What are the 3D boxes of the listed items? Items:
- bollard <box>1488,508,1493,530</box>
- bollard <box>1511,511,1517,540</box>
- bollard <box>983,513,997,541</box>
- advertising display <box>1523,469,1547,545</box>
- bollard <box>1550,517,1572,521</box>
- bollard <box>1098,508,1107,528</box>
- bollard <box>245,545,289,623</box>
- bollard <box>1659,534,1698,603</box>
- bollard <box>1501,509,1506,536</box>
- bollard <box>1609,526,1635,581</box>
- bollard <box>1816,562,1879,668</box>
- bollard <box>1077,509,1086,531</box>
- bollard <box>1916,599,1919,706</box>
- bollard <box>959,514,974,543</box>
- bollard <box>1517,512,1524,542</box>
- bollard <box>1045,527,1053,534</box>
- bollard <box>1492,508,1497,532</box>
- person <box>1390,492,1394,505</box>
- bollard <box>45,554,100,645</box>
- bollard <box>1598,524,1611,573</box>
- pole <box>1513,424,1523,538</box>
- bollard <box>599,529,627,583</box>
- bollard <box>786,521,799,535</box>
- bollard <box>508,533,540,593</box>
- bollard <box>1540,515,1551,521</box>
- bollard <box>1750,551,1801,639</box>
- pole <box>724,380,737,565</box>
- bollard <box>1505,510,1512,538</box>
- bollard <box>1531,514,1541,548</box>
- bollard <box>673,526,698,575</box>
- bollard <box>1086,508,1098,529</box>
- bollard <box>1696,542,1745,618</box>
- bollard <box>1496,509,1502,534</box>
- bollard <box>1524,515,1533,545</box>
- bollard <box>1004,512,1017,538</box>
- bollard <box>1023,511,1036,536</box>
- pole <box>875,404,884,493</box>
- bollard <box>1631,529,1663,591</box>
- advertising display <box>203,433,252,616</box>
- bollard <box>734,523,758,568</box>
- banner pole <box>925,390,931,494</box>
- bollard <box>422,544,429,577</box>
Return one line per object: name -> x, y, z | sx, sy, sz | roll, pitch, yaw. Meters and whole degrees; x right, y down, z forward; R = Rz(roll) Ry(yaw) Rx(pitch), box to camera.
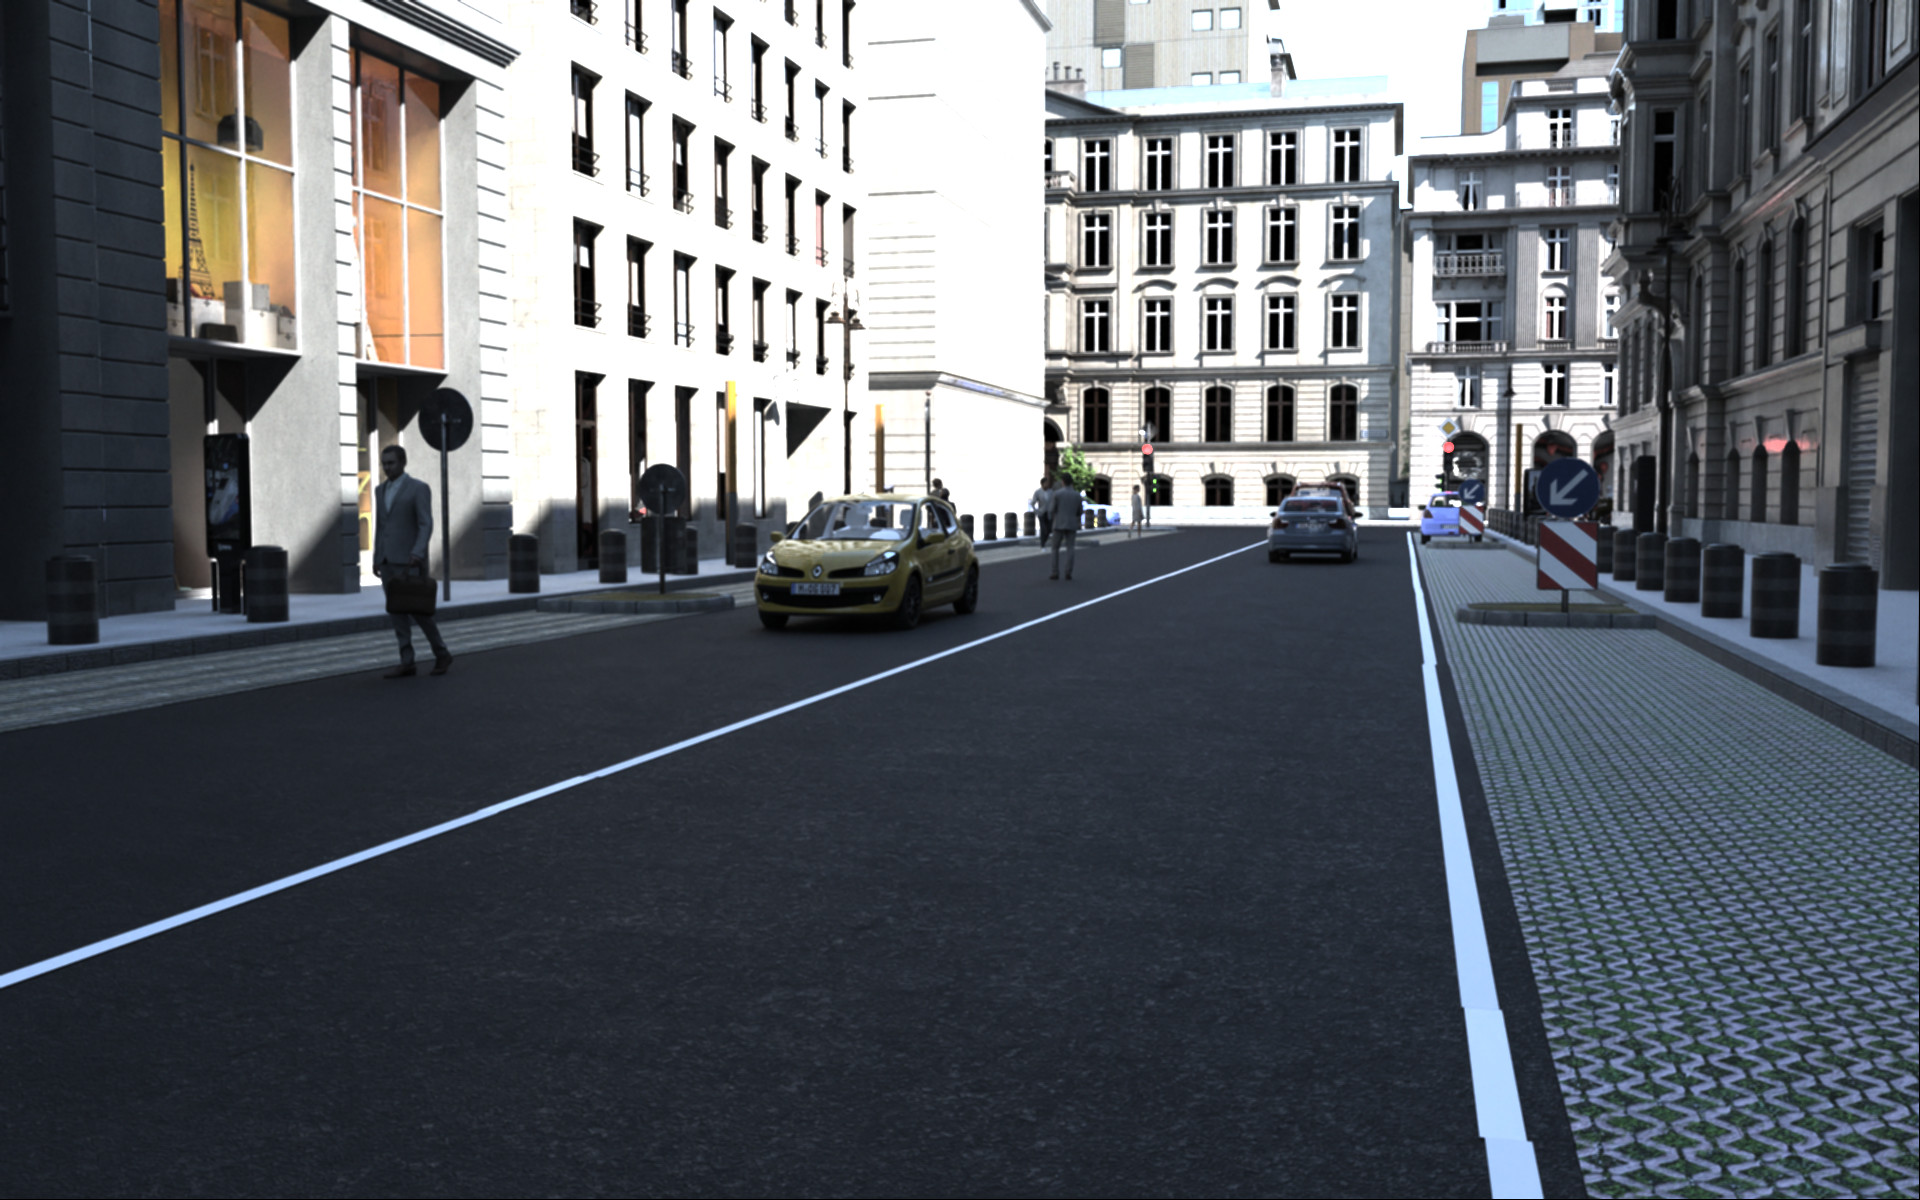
bollard -> 18.987, -2.846, 61.249 | 0.404, 0.777, 0.398 | 0, 3, 0
bollard -> 15.745, -2.070, 48.561 | 0.404, 0.777, 0.398 | 0, 3, 0
bollard -> 0.829, -2.032, 47.939 | 0.404, 0.777, 0.398 | 0, 3, 0
advertising display -> 14.685, -2.385, 44.211 | 0.974, 1.923, 0.123 | -3, 5, -43
bollard -> 12.494, -1.292, 35.834 | 0.404, 0.777, 0.398 | 0, 3, 0
bollard -> 5.382, -3.121, 65.744 | 0.404, 0.777, 0.398 | 0, 3, 0
bollard -> -6.971, -0.166, 17.426 | 0.404, 0.777, 0.398 | 0, 3, 0
bollard -> 8.601, -0.360, 20.608 | 0.404, 0.777, 0.398 | 0, 3, 0
bollard -> 17.046, -2.380, 53.633 | 0.404, 0.777, 0.398 | 0, 3, 0
bollard -> 9.902, -0.671, 25.680 | 0.404, 0.777, 0.398 | 0, 3, 0
bollard -> 6.648, 0.106, 12.979 | 0.404, 0.777, 0.398 | 0, 3, 0
bollard -> 4.077, -2.810, 60.661 | 0.404, 0.777, 0.398 | 0, 3, 0
bollard -> 6.001, 0.262, 10.436 | 0.404, 0.777, 0.398 | 0, 3, 0
bollard -> 0.177, -1.875, 45.379 | 0.404, 0.777, 0.398 | 0, 3, 0
bollard -> 15.090, -1.913, 45.999 | 0.404, 0.777, 0.398 | 0, 3, 0
bollard -> 2.781, -2.500, 55.584 | 0.404, 0.777, 0.398 | 0, 3, 0
bollard -> 18.338, -2.691, 58.709 | 0.404, 0.777, 0.398 | 0, 3, 0
person -> 55.405, -13.036, 222.164 | 0.617, 1.759, 0.750 | 0, 4, 1
bollard -> -7.624, -0.010, 14.879 | 0.404, 0.777, 0.398 | 0, 3, 0
bollard -> 10.547, -0.826, 28.218 | 0.404, 0.777, 0.398 | 0, 3, 0
pole -> 16.159, -3.444, 50.145 | 0.158, 3.312, 0.155 | 0, 3, 0
bollard -> -5.021, -0.633, 25.060 | 0.404, 0.777, 0.398 | 0, 3, 0
bollard -> -3.075, -1.099, 32.686 | 0.404, 0.777, 0.398 | 0, 3, 0
bollard -> -5.671, -0.477, 22.520 | 0.404, 0.777, 0.398 | 0, 3, 0
bollard -> 13.141, -1.447, 38.379 | 0.404, 0.777, 0.398 | 0, 3, 0
bollard -> 7.304, -0.049, 15.514 | 0.404, 0.777, 0.398 | 0, 3, 0
pole -> -4.121, -2.282, 31.154 | 0.158, 3.312, 0.155 | 0, 3, 0
bollard -> 16.393, -2.225, 51.098 | 0.404, 0.777, 0.398 | 0, 3, 0
bollard -> 13.791, -1.603, 40.920 | 0.404, 0.777, 0.398 | 0, 3, 0
bollard -> -4.373, -0.788, 27.597 | 0.404, 0.777, 0.398 | 0, 3, 0
bollard -> 4.726, -2.966, 63.204 | 0.404, 0.777, 0.398 | 0, 3, 0
bollard -> 7.950, -0.204, 18.051 | 0.404, 0.777, 0.398 | 0, 3, 0
bollard -> 17.690, -2.535, 56.171 | 0.404, 0.777, 0.398 | 0, 3, 0
bollard -> 14.441, -1.758, 43.456 | 0.404, 0.777, 0.398 | 0, 3, 0
bollard -> 1.473, -2.187, 50.477 | 0.404, 0.777, 0.398 | 0, 3, 0
bollard -> 2.130, -2.344, 53.036 | 0.404, 0.777, 0.398 | 0, 3, 0
pole -> -1.823, -2.791, 39.474 | 0.158, 3.312, 0.155 | 0, 3, 0
bollard -> 9.253, -0.515, 23.144 | 0.404, 0.777, 0.398 | 0, 3, 0
advertising display -> -7.849, -0.817, 18.575 | 0.123, 1.923, 0.974 | -3, 5, -44
bollard -> -3.723, -0.943, 30.141 | 0.404, 0.777, 0.398 | 0, 3, 0
banner pole -> -0.785, -3.162, 41.717 | 0.401, 3.779, 0.863 | 0, 4, 6
bollard -> -6.327, -0.321, 19.967 | 0.404, 0.777, 0.398 | 0, 3, 0
